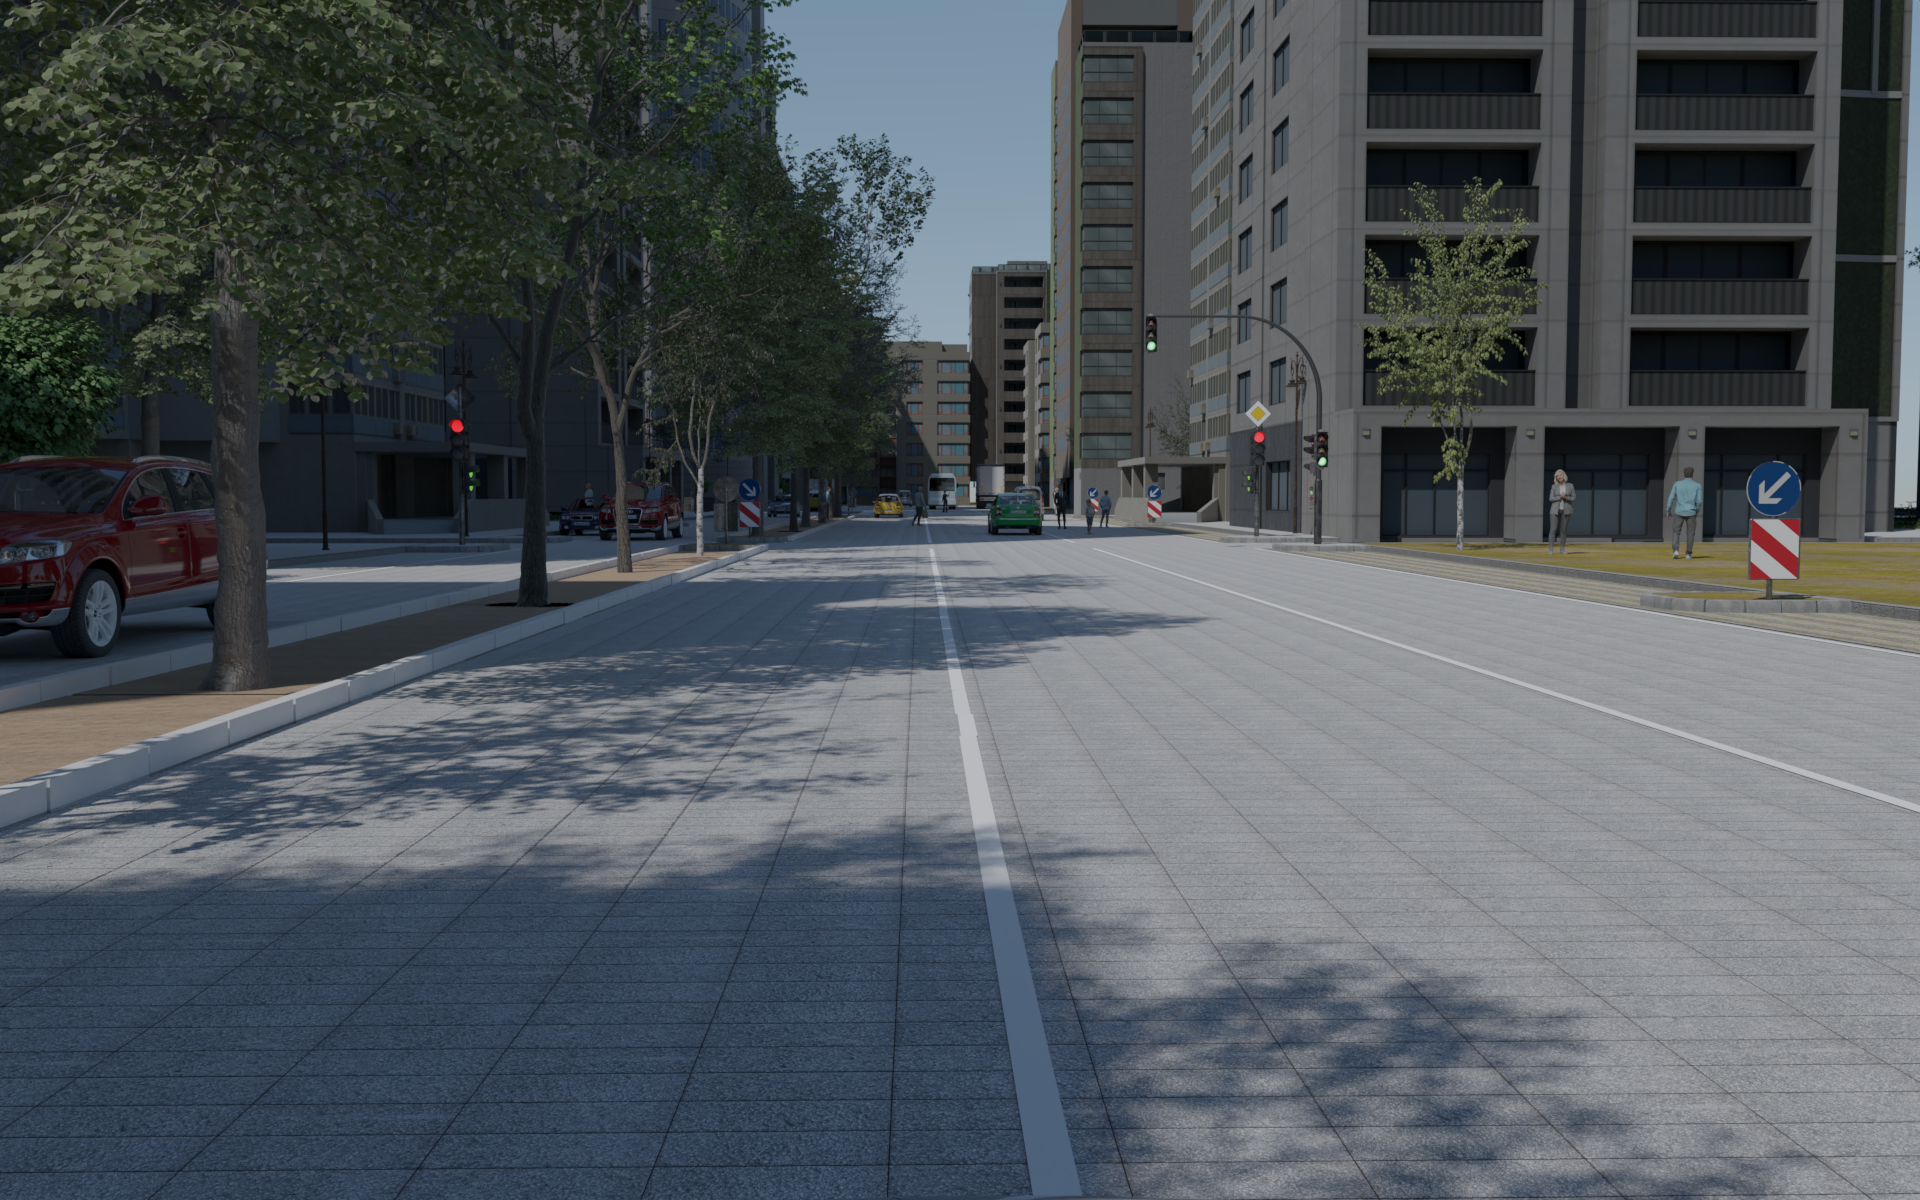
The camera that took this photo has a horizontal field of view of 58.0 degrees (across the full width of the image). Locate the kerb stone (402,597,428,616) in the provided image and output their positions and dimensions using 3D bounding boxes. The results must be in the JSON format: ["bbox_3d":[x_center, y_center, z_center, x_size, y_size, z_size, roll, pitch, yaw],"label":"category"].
[{"bbox_3d":[-6.549,0.102,20.560,0.120,0.150,1.000,0,4,-1],"label":"kerb stone"}]

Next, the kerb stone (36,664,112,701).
[{"bbox_3d":[-6.370,0.601,12.368,0.120,0.150,1.000,0,4,-1],"label":"kerb stone"}]

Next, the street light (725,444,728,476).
[{"bbox_3d":[-16.400,-9.137,122.169,0.468,5.910,1.993,0,4,-1],"label":"street light"}]

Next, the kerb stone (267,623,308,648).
[{"bbox_3d":[-6.457,0.351,16.458,0.120,0.150,1.000,0,4,-1],"label":"kerb stone"}]

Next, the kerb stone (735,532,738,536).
[{"bbox_3d":[-7.362,-2.066,55.969,0.120,0.150,1.000,0,4,-1],"label":"kerb stone"}]

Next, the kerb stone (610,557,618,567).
[{"bbox_3d":[-6.851,-0.715,33.882,0.120,0.150,1.000,0,4,-1],"label":"kerb stone"}]

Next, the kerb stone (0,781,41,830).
[{"bbox_3d":[-4.145,0.915,7.265,0.120,0.150,1.000,0,4,-1],"label":"kerb stone"}]

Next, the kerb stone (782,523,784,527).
[{"bbox_3d":[-7.780,-3.193,74.402,0.120,0.150,1.000,0,4,-1],"label":"kerb stone"}]

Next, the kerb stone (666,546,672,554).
[{"bbox_3d":[-7.021,-1.154,41.064,0.120,0.150,1.000,0,4,-1],"label":"kerb stone"}]

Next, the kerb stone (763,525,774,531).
[{"bbox_3d":[-7.662,-2.880,69.287,0.120,0.150,1.000,0,4,-1],"label":"kerb stone"}]

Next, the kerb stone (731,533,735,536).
[{"bbox_3d":[-7.331,-2.000,54.947,0.120,0.150,1.000,0,4,-1],"label":"kerb stone"}]

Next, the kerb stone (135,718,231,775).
[{"bbox_3d":[-4.194,0.789,9.309,0.120,0.150,1.000,0,4,-1],"label":"kerb stone"}]

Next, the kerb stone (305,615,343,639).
[{"bbox_3d":[-6.484,0.288,17.487,0.120,0.150,1.000,0,4,-1],"label":"kerb stone"}]

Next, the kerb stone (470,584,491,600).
[{"bbox_3d":[-6.618,-0.087,23.625,0.120,0.150,1.000,0,4,-1],"label":"kerb stone"}]

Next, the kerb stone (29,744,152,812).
[{"bbox_3d":[-4.164,0.851,8.287,0.120,0.150,1.000,0,4,-1],"label":"kerb stone"}]

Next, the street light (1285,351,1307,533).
[{"bbox_3d":[10.918,-5.104,56.243,0.468,5.910,1.993,0,4,-1],"label":"street light"}]

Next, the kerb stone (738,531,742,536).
[{"bbox_3d":[-7.384,-2.129,56.997,0.120,0.150,1.000,0,4,-1],"label":"kerb stone"}]

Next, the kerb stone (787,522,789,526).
[{"bbox_3d":[-7.854,-3.381,77.472,0.120,0.150,1.000,0,4,-1],"label":"kerb stone"}]

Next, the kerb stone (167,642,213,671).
[{"bbox_3d":[-6.409,0.476,14.414,0.120,0.150,1.000,0,4,-1],"label":"kerb stone"}]

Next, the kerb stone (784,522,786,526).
[{"bbox_3d":[-7.803,-3.256,75.425,0.120,0.150,1.000,0,4,-1],"label":"kerb stone"}]

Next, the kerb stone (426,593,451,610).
[{"bbox_3d":[-6.572,0.038,21.582,0.120,0.150,1.000,0,4,-1],"label":"kerb stone"}]

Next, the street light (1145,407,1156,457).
[{"bbox_3d":[10.075,-7.280,91.809,0.468,5.910,1.993,0,4,-1],"label":"street light"}]

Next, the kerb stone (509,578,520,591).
[{"bbox_3d":[-6.665,-0.207,25.692,0.120,0.150,1.000,0,4,-1],"label":"kerb stone"}]

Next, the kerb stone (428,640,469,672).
[{"bbox_3d":[-4.305,0.475,14.425,0.120,0.150,1.000,0,4,-1],"label":"kerb stone"}]

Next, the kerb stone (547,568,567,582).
[{"bbox_3d":[-6.732,-0.398,28.762,0.120,0.150,1.000,0,4,-1],"label":"kerb stone"}]

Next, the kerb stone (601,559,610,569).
[{"bbox_3d":[-6.834,-0.652,32.860,0.120,0.150,1.000,0,4,-1],"label":"kerb stone"}]

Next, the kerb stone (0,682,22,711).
[{"bbox_3d":[-6.339,0.665,11.346,0.120,0.150,1.000,0,4,-1],"label":"kerb stone"}]

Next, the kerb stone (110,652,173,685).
[{"bbox_3d":[-6.381,0.539,13.389,0.120,0.150,1.000,0,4,-1],"label":"kerb stone"}]

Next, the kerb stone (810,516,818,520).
[{"bbox_3d":[-8.344,-4.696,98.981,0.120,0.150,1.000,0,4,-1],"label":"kerb stone"}]

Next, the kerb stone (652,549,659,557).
[{"bbox_3d":[-6.970,-1.029,39.015,0.120,0.150,1.000,0,4,-1],"label":"kerb stone"}]

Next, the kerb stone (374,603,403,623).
[{"bbox_3d":[-6.526,0.163,19.531,0.120,0.150,1.000,0,4,-1],"label":"kerb stone"}]

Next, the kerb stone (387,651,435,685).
[{"bbox_3d":[-4.283,0.538,13.403,0.120,0.150,1.000,0,4,-1],"label":"kerb stone"}]

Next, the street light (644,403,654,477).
[{"bbox_3d":[-15.579,-6.988,87.049,0.468,5.910,1.993,0,4,-1],"label":"street light"}]

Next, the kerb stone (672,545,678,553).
[{"bbox_3d":[-7.047,-1.216,42.086,0.120,0.150,1.000,0,4,-1],"label":"kerb stone"}]

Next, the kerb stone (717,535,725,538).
[{"bbox_3d":[-7.289,-1.875,52.896,0.120,0.150,1.000,0,4,-1],"label":"kerb stone"}]

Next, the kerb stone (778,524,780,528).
[{"bbox_3d":[-7.731,-3.065,72.354,0.120,0.150,1.000,0,4,-1],"label":"kerb stone"}]

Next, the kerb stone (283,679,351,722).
[{"bbox_3d":[-4.237,0.663,11.360,0.120,0.150,1.000,0,4,-1],"label":"kerb stone"}]

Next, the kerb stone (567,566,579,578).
[{"bbox_3d":[-6.756,-0.463,29.785,0.120,0.150,1.000,0,4,-1],"label":"kerb stone"}]

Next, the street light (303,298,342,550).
[{"bbox_3d":[-14.517,-4.078,39.457,0.468,5.910,1.993,0,4,-1],"label":"street light"}]

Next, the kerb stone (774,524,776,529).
[{"bbox_3d":[-7.685,-2.943,70.309,0.120,0.150,1.000,0,4,-1],"label":"kerb stone"}]

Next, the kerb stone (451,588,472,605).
[{"bbox_3d":[-6.593,-0.018,22.604,0.120,0.150,1.000,0,4,-1],"label":"kerb stone"}]

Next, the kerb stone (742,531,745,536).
[{"bbox_3d":[-7.409,-2.187,58.025,0.120,0.150,1.000,0,4,-1],"label":"kerb stone"}]

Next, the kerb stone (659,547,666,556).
[{"bbox_3d":[-6.996,-1.092,40.043,0.120,0.150,1.000,0,4,-1],"label":"kerb stone"}]

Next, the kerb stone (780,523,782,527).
[{"bbox_3d":[-7.755,-3.127,73.376,0.120,0.150,1.000,0,4,-1],"label":"kerb stone"}]

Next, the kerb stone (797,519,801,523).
[{"bbox_3d":[-8.115,-4.069,88.743,0.120,0.150,1.000,0,4,-1],"label":"kerb stone"}]

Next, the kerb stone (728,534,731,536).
[{"bbox_3d":[-7.312,-1.940,53.917,0.120,0.150,1.000,0,4,-1],"label":"kerb stone"}]

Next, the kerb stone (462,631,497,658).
[{"bbox_3d":[-4.335,0.413,15.448,0.120,0.150,1.000,0,4,-1],"label":"kerb stone"}]

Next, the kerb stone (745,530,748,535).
[{"bbox_3d":[-7.435,-2.254,59.049,0.120,0.150,1.000,0,4,-1],"label":"kerb stone"}]

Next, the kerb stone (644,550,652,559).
[{"bbox_3d":[-6.943,-0.966,37.986,0.120,0.150,1.000,0,4,-1],"label":"kerb stone"}]

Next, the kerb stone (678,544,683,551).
[{"bbox_3d":[-7.070,-1.279,43.108,0.120,0.150,1.000,0,4,-1],"label":"kerb stone"}]

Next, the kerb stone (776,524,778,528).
[{"bbox_3d":[-7.714,-3.005,71.331,0.120,0.150,1.000,0,4,-1],"label":"kerb stone"}]

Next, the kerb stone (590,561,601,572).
[{"bbox_3d":[-6.806,-0.590,31.838,0.120,0.150,1.000,0,4,-1],"label":"kerb stone"}]

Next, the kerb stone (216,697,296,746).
[{"bbox_3d":[-4.221,0.725,10.338,0.120,0.150,1.000,0,4,-1],"label":"kerb stone"}]

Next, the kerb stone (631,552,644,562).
[{"bbox_3d":[-6.929,-0.903,36.953,0.120,0.150,1.000,0,4,-1],"label":"kerb stone"}]

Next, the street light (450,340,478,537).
[{"bbox_3d":[-14.845,-4.840,51.927,0.468,5.910,1.993,0,4,-1],"label":"street light"}]

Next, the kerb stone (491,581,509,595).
[{"bbox_3d":[-6.642,-0.151,24.670,0.120,0.150,1.000,0,4,-1],"label":"kerb stone"}]

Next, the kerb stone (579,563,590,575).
[{"bbox_3d":[-6.781,-0.527,30.807,0.120,0.150,1.000,0,4,-1],"label":"kerb stone"}]

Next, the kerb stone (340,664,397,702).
[{"bbox_3d":[-4.258,0.600,12.381,0.120,0.150,1.000,0,4,-1],"label":"kerb stone"}]

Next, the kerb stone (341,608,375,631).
[{"bbox_3d":[-6.495,0.225,18.509,0.120,0.150,1.000,0,4,-1],"label":"kerb stone"}]
